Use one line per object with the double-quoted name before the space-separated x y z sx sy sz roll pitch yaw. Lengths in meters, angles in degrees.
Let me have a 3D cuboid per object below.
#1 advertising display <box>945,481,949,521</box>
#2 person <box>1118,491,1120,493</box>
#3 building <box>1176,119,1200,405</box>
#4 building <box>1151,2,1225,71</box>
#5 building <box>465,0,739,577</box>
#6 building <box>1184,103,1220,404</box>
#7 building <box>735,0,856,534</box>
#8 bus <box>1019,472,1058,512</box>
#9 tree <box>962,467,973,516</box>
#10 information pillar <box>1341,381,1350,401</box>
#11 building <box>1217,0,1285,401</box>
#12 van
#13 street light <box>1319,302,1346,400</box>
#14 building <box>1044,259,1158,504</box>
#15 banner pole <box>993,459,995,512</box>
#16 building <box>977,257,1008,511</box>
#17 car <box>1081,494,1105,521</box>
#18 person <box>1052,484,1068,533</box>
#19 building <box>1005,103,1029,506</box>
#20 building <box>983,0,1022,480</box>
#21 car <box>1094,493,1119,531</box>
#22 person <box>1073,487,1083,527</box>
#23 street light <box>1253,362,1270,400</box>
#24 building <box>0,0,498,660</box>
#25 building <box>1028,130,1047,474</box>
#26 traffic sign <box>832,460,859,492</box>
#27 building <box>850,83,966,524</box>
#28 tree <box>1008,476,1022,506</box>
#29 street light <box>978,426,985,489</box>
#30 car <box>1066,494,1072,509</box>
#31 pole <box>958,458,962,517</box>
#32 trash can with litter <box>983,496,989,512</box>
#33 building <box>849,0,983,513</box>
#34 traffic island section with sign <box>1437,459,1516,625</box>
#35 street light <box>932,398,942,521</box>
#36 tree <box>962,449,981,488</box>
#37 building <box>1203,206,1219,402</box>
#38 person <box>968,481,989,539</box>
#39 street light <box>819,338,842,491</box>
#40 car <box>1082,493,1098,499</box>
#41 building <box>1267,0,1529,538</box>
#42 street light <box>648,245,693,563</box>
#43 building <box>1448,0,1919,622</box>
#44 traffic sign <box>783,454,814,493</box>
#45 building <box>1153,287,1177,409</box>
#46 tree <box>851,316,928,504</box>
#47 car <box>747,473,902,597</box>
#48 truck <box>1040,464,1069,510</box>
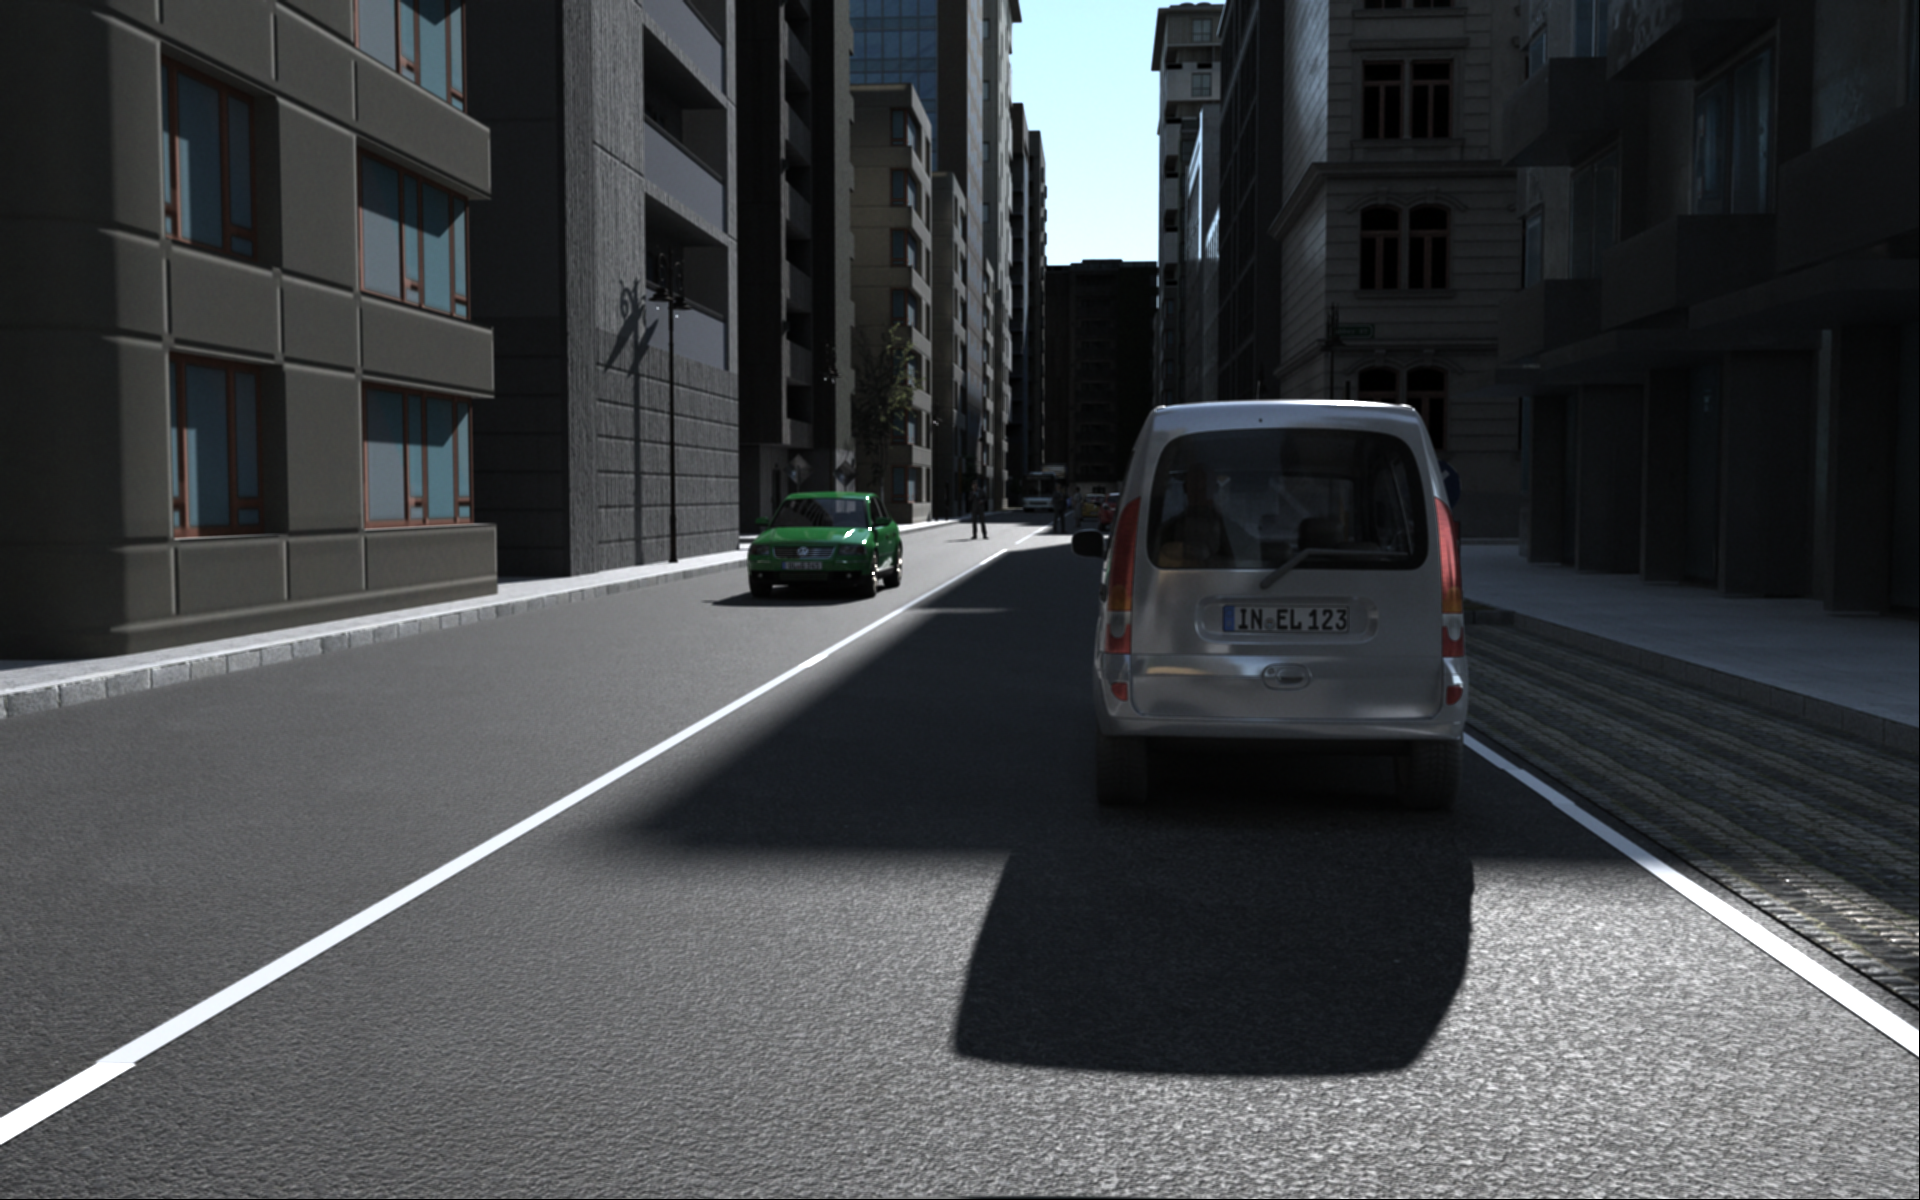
"advertising display" -0.640 -4.788 83.490 0.123 1.923 0.974 0 4 -4
"person" 14.485 -9.034 156.940 1.217 1.736 0.721 -2 4 -32
"building" 24.070 -22.301 136.326 14.160 30.474 14.107 0 4 5
"building" 35.069 -36.444 185.096 28.713 52.752 27.495 0 4 5
"building" -19.379 -30.130 34.622 28.212 58.520 21.231 0 4 5
"building" 21.402 -18.138 114.576 12.078 24.808 19.932 0 4 5
"building" -11.528 -17.543 58.535 14.160 30.474 14.107 0 4 5
"bus" 6.499 -8.878 140.021 2.948 3.499 13.247 0 4 4
"tree" -0.053 -6.677 103.765 1.663 3.219 1.824 0 3 0
"information pillar" 7.998 -2.732 36.022 0.183 3.616 0.504 0 4 -1
"building" 18.979 -17.211 74.902 14.314 27.812 24.014 0 4 5
"van" 1.583 -0.140 9.294 2.013 2.044 4.112 0 4 6
"street light" 8.977 -4.225 41.867 0.468 5.910 1.993 0 4 5
"building" 17.509 -27.173 215.987 14.107 30.474 14.160 0 4 5
"banner pole" 2.416 -8.096 122.389 0.401 3.779 0.863 0 4 -1
"building" -10.671 -18.162 141.989 27.650 21.520 28.899 0 4 5
"car" 7.247 -5.058 92.917 2.015 1.641 3.980 0 4 4
"person" 3.690 -3.357 63.558 0.590 1.801 0.661 3 5 45
"building" 0.303 -33.347 195.337 14.200 45.320 14.600 0 4 5
"building" -8.858 -35.467 169.126 28.713 52.752 27.495 0 4 5
"car" 6.377 -3.629 68.375 2.155 1.783 4.494 0 4 3
"person" 5.057 -4.042 75.157 0.524 1.755 0.480 3 5 44
"street light" 10.528 -5.375 60.672 0.468 5.910 1.993 0 4 5
"building" -20.895 -9.987 8.331 27.650 21.520 28.899 0 4 5
"building" 0.072 -36.546 221.229 21.600 48.544 21.300 0 4 5
"traffic sign" -3.391 -2.916 51.314 0.795 2.450 0.064 0 4 5
"building" -14.626 -14.897 88.608 27.650 21.520 28.899 0 4 5
"tree" 6.296 -11.799 187.517 1.663 3.219 1.824 0 3 0
"street light" 1.460 -8.731 115.542 0.468 5.910 1.993 0 4 5
"car" 10.218 -9.963 172.490 1.945 1.707 3.694 0 4 6
"pole" 0.005 -6.305 96.937 0.158 3.312 0.155 0 3 0
"trash can with litter" 1.777 -6.962 125.212 0.624 1.170 1.055 0 4 6
"building" -5.849 -28.541 116.757 14.600 45.320 14.200 0 4 5
"traffic island section with sign" 5.135 -0.685 19.836 1.989 1.847 2.006 0 4 5
"street light" -1.132 -6.758 83.278 0.468 5.910 1.993 0 4 5
"tree" -0.276 -7.591 107.820 4.285 4.588 4.351 0 3 0
"building" 19.222 -14.766 96.176 10.420 20.320 16.860 0 4 5
"person" 0.596 -2.868 55.199 0.655 1.846 0.447 0 4 3
"street light" -3.836 -4.816 51.522 0.468 5.910 1.993 0 4 5
"car" 11.139 -8.236 143.699 2.155 1.783 4.494 0 4 4
"building" 22.092 -16.371 55.064 23.554 28.519 14.401 0 4 5
"street light" -5.384 -3.644 32.364 0.468 5.910 1.993 0 4 5
"building" 20.011 -24.540 20.833 23.786 49.044 30.456 0 4 5
"traffic sign" -4.045 -2.429 43.355 0.795 2.450 0.064 0 4 5
"building" 31.883 -19.130 157.820 27.650 21.520 28.899 0 4 5
"tree" -3.442 -7.383 71.070 4.360 8.622 3.978 0 3 0
"car" -1.923 -1.022 25.500 1.959 1.807 4.718 0 4 5
"truck" 8.796 -10.589 162.050 2.839 4.237 11.283 0 4 4
